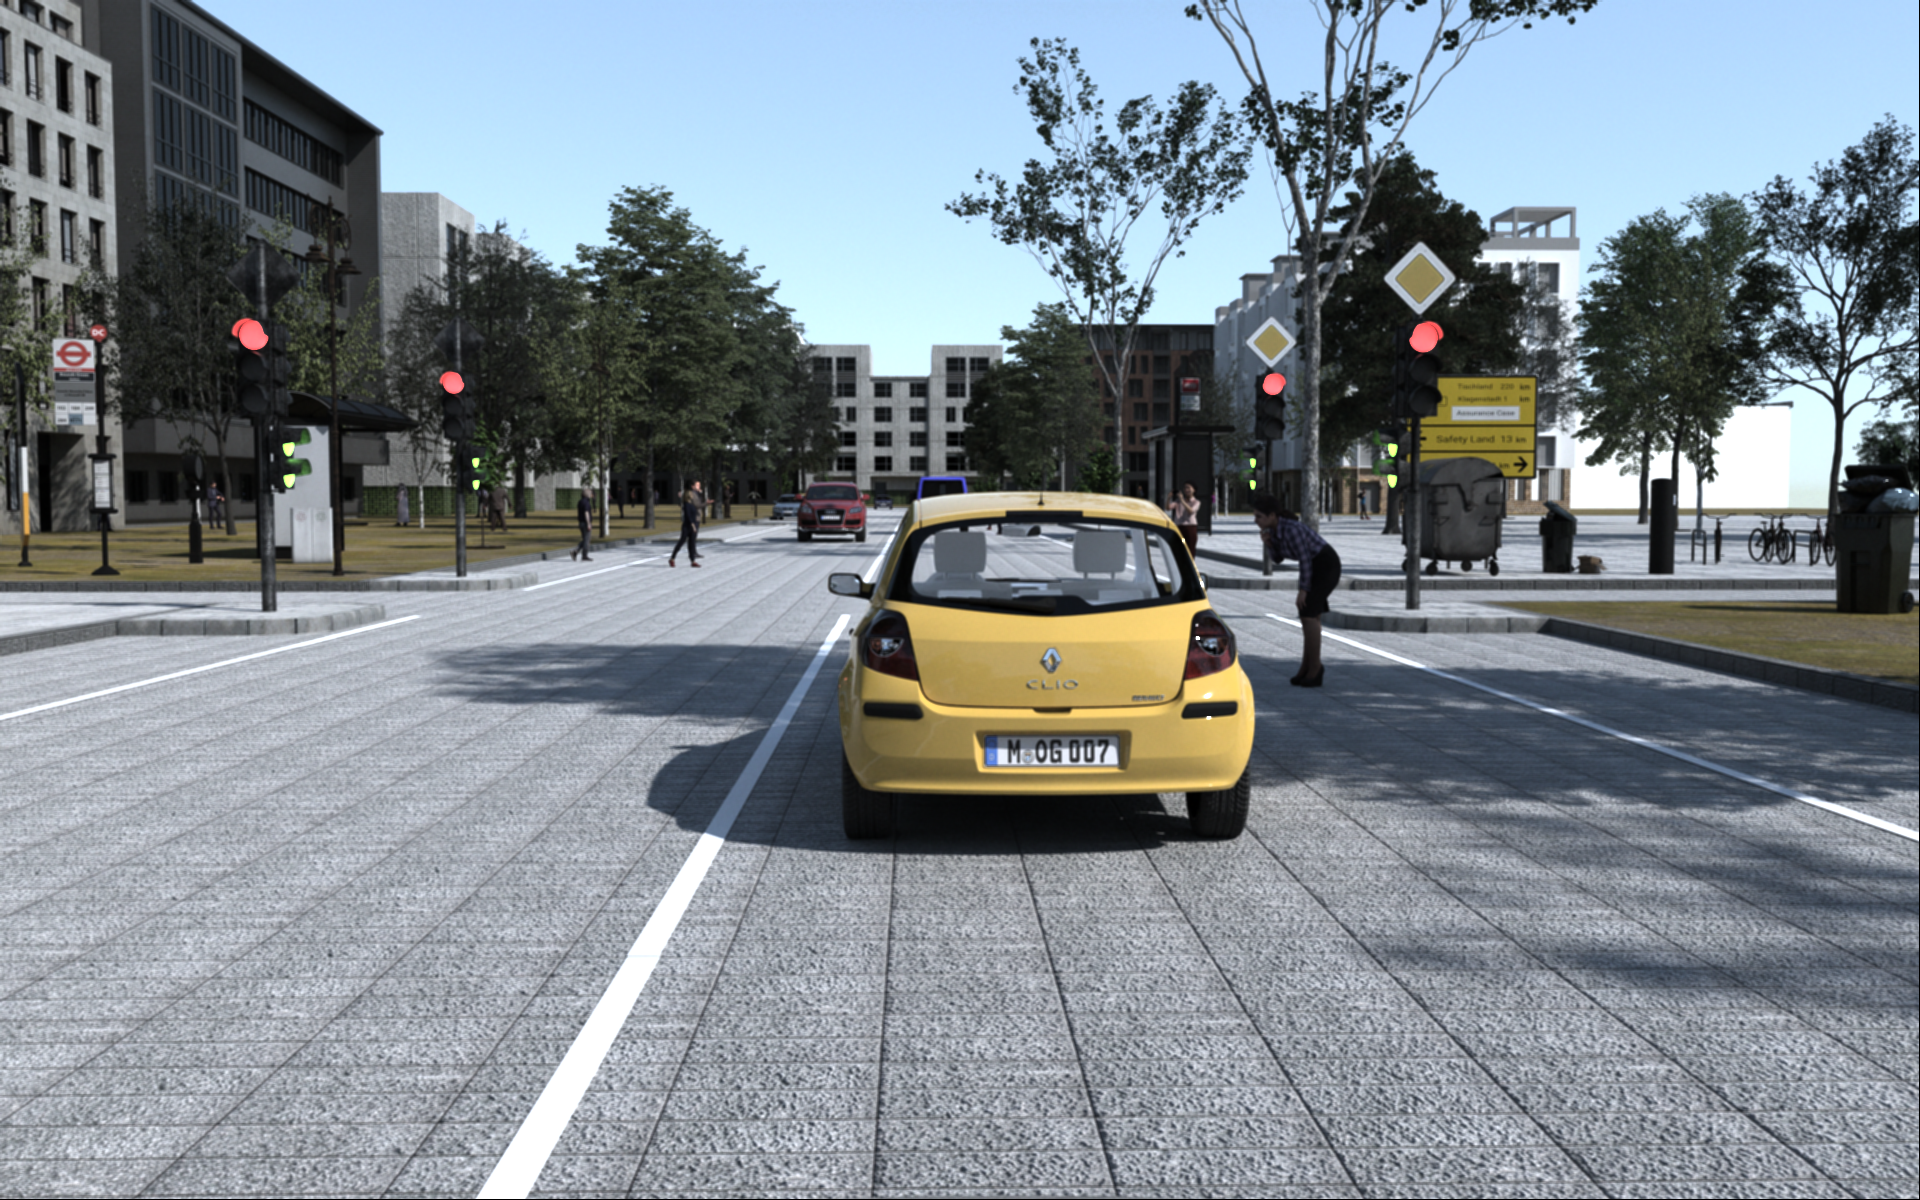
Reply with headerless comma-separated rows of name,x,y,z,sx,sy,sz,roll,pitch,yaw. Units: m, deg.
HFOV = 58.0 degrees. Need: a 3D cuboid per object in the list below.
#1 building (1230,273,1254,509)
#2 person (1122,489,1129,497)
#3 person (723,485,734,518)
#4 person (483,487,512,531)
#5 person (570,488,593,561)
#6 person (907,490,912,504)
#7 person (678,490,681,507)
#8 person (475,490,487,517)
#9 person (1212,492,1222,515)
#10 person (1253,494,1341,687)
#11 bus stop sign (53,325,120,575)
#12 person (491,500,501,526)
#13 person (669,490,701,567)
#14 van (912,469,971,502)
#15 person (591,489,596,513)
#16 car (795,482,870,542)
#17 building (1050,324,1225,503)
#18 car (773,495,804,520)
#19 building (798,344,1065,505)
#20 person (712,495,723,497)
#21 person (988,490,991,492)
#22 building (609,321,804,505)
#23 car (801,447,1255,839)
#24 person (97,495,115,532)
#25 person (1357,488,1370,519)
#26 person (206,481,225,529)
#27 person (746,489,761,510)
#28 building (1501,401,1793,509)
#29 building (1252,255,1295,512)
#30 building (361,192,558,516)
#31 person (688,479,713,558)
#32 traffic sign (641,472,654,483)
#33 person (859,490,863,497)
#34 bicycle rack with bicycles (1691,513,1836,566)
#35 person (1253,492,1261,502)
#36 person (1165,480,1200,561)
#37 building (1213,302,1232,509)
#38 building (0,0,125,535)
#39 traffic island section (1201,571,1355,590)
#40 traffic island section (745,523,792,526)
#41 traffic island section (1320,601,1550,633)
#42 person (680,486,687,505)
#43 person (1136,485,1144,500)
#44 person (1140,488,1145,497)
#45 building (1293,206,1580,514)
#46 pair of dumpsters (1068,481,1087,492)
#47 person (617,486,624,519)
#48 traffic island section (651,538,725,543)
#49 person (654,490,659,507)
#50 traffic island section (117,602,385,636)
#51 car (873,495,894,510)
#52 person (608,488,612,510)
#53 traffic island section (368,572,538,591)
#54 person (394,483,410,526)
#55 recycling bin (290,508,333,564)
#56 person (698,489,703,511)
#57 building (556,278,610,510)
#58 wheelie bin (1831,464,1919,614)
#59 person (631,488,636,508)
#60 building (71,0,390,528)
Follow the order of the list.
building,31.561,-17.510,142.715,16.016,20.091,11.380,0,4,-1
person,15.079,-9.367,159.922,1.217,1.736,0.721,-1,4,-21
person,-12.344,-5.233,92.295,0.600,1.739,0.565,0,4,-8
person,-16.037,-3.274,60.131,0.990,1.755,0.434,0,4,1
person,-8.048,-1.604,36.932,0.471,1.553,0.569,0,4,2
person,-4.736,-9.742,167.919,0.705,1.807,1.348,-3,4,-36
person,-27.994,-10.209,173.673,0.721,1.736,1.217,0,4,5
person,-26.891,-5.586,97.243,0.709,1.838,0.599,0,4,-7
person,15.302,-5.804,104.168,0.991,1.433,0.599,-1,4,-23
person,2.501,-0.069,12.869,0.697,1.427,0.421,-1,4,-17
bus stop sign,-13.773,-2.361,27.312,0.855,3.939,0.416,-1,4,-20
person,-18.526,-3.717,69.186,0.546,1.535,0.453,0,4,1
person,-5.404,-1.403,33.980,0.613,1.512,0.480,-1,4,-14
van,-0.655,-3.598,63.208,2.240,2.365,5.245,0,4,-1
person,-24.954,-6.750,117.871,0.415,1.643,0.593,-1,4,-13
car,-3.916,-2.732,53.342,2.281,1.827,5.304,0,4,-3
building,28.648,-22.944,219.108,32.646,21.610,27.936,0,4,-1
car,-9.375,-5.170,96.532,2.014,1.417,4.499,0,4,0
building,-3.519,-21.217,213.359,31.486,18.905,16.747,0,4,-1
person,-21.316,-8.939,152.927,1.217,1.736,0.721,-1,4,-21
person,1.243,-3.603,69.286,0.647,1.594,0.662,-2,4,-33
building,-36.541,-22.887,218.173,32.646,21.610,27.936,0,4,-1
car,0.320,0.097,8.633,2.015,1.641,3.980,0,4,-1
person,-29.240,-3.201,59.199,0.655,1.722,0.431,-3,5,-39
person,20.401,-4.864,87.440,0.662,1.594,0.647,0,3,0
person,-27.165,-3.475,63.307,0.568,1.767,0.683,1,4,12
person,-16.750,-8.187,140.689,1.217,1.735,0.721,-1,4,-19
building,60.993,-13.122,156.699,28.070,9.664,9.099,0,4,-1
building,31.354,-16.768,130.583,16.016,20.091,11.380,0,4,-1
building,-39.248,-15.343,117.315,16.747,18.905,31.486,0,4,-1
person,-5.793,-1.823,38.842,0.750,1.759,0.617,1,4,11
traffic sign,-17.523,-5.937,97.176,0.768,2.556,0.104,0,4,6
person,-7.894,-7.785,136.447,0.551,1.740,0.621,-3,4,-39
bicycle rack with bicycles,14.762,-1.143,32.074,2.852,0.926,2.925,1,4,18
person,21.561,-7.297,125.883,0.617,1.759,0.750,0,4,-4
person,3.413,-1.014,26.541,0.566,1.644,0.517,-1,4,-19
building,30.889,-18.204,154.061,16.016,20.091,11.380,0,4,-1
building,-34.858,-12.116,52.850,10.420,20.320,16.860,0,4,-1
traffic island section,4.863,-0.304,27.251,2.009,0.180,2.903,0,4,-1
traffic island section,-8.730,-3.445,79.199,1.991,0.108,1.994,0,4,-1
traffic island section,5.058,0.184,19.268,2.009,0.180,2.903,0,4,-1
person,-14.530,-5.158,91.180,0.445,1.727,0.742,-1,4,-10
person,11.054,-6.154,106.689,0.705,1.821,1.348,1,4,20
person,17.842,-10.022,169.776,0.599,1.838,0.709,-2,4,-25
building,32.263,-16.032,118.545,16.016,20.091,11.380,0,4,-1
pair of dumpsters,6.405,-5.176,87.128,1.574,2.255,4.436,0,4,-1
person,-17.276,-4.969,88.208,0.530,1.710,0.541,2,4,28
traffic island section,-8.053,-1.757,51.599,1.991,0.108,1.994,0,4,-1
person,-31.009,-10.398,176.964,0.541,1.710,0.530,-1,4,-18
traffic island section,-7.580,0.203,18.965,2.009,0.180,2.903,0,4,-1
car,-7.181,-9.143,162.071,1.945,1.354,3.894,0,4,-3
person,-27.557,-7.907,136.010,0.721,1.739,1.217,-2,4,-29
traffic island section,-7.775,-0.285,26.948,2.009,0.180,2.903,0,4,-1
person,-22.642,-3.889,70.291,0.621,1.740,0.551,0,4,6
recycling bin,-12.061,-1.204,32.245,0.722,1.027,0.722,-1,4,-20
person,-20.073,-7.740,133.394,0.445,1.727,0.742,-3,5,-41
building,-47.728,-17.331,149.820,31.486,18.905,16.747,0,4,-1
wheelie bin,9.880,-0.659,18.682,0.693,1.594,0.980,-3,4,-37
person,-30.787,-9.621,163.316,0.705,1.831,1.348,0,4,1
building,-36.864,-15.743,76.460,14.314,24.678,30.058,0,4,-1
